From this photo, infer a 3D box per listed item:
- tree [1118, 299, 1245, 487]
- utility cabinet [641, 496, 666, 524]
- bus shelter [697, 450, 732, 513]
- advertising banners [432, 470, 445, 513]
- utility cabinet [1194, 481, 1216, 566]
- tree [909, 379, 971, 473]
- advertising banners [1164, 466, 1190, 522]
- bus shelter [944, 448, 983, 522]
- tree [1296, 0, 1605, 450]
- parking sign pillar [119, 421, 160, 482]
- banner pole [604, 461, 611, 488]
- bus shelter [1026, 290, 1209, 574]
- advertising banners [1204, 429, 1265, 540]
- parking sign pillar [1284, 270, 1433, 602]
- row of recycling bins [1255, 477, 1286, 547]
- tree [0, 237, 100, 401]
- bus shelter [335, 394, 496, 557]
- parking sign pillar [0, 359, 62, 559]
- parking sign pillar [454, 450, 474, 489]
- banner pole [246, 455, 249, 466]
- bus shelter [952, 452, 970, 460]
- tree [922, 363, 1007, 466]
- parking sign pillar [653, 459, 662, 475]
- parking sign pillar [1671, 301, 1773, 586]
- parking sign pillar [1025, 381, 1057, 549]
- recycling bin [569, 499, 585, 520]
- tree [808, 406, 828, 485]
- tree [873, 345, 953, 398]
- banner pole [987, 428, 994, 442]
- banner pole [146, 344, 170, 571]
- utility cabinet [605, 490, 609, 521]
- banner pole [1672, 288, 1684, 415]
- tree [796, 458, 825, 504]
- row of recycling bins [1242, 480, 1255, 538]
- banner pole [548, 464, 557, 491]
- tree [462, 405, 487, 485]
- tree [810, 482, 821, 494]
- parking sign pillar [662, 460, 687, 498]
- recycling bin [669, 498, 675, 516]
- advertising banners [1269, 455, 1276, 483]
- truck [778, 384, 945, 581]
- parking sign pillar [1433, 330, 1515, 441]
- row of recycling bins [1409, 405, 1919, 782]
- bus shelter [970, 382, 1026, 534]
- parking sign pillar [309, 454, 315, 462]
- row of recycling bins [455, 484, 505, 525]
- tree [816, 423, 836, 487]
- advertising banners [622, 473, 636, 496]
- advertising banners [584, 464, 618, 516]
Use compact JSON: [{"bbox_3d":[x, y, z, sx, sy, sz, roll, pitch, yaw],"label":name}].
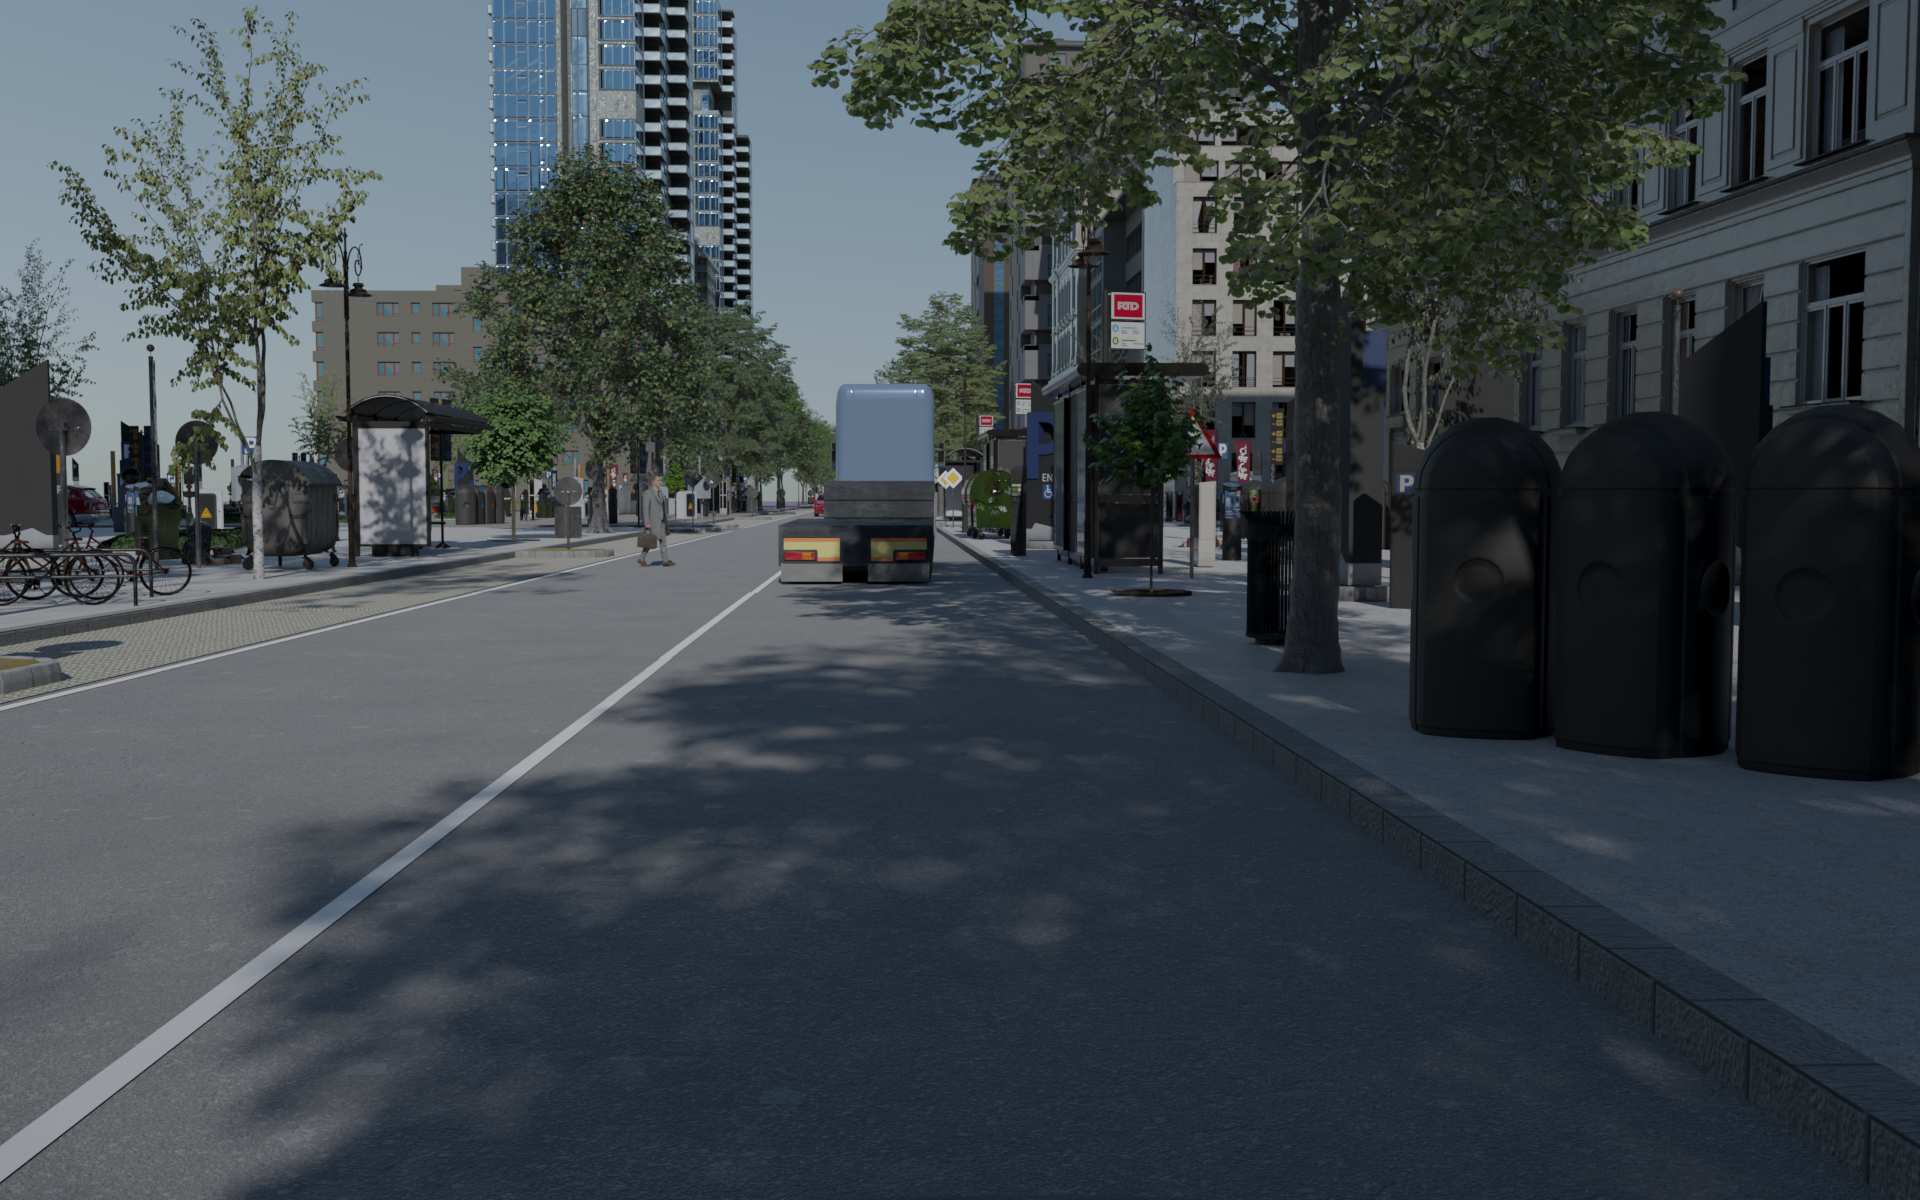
[{"bbox_3d":[8.626,-6.985,64.570,4.360,8.622,3.978,0,3,0],"label":"tree"},{"bbox_3d":[-12.940,-3.793,73.185,1.020,1.237,0.306,0,4,-4],"label":"utility cabinet"},{"bbox_3d":[-17.167,-8.696,119.816,2.179,5.291,8.768,0,4,-2],"label":"bus shelter"},{"bbox_3d":[-37.924,-8.029,127.462,2.074,3.025,0.090,1,4,17],"label":"advertising banners"},{"bbox_3d":[4.307,-1.350,30.757,0.318,1.500,1.173,0,4,1],"label":"utility cabinet"},{"bbox_3d":[-3.096,-15.753,167.925,12.009,13.543,11.850,0,3,0],"label":"tree"},{"bbox_3d":[10.186,-5.151,80.404,2.074,3.025,0.090,-3,5,-44],"label":"advertising banners"},{"bbox_3d":[0.131,-5.163,78.339,2.014,3.302,5.546,0,4,-2],"label":"bus shelter"},{"bbox_3d":[6.927,-4.569,25.067,4.360,8.622,3.978,0,3,0],"label":"tree"},{"bbox_3d":[-30.214,-4.609,63.832,1.447,3.967,1.447,-1,4,-10],"label":"parking sign pillar"},{"bbox_3d":[-15.780,-5.335,77.250,0.863,3.779,0.401,2,4,35],"label":"banner pole"},{"bbox_3d":[2.734,-3.318,31.889,2.179,5.291,8.768,0,4,-3],"label":"bus shelter"},{"bbox_3d":[7.293,-3.066,46.318,0.090,3.025,2.074,-3,5,-44],"label":"advertising banners"},{"bbox_3d":[4.800,-2.002,21.208,1.447,3.967,1.447,0,4,-3],"label":"parking sign pillar"},{"bbox_3d":[8.759,-2.085,41.195,1.069,1.692,3.534,-3,4,-37],"label":"row of recycling bins"},{"bbox_3d":[-27.281,-6.109,50.250,4.360,8.622,3.978,0,3,0],"label":"tree"},{"bbox_3d":[-11.770,-2.692,37.936,2.014,3.302,5.546,0,4,-3],"label":"bus shelter"},{"bbox_3d":[-18.891,-2.830,34.742,1.447,3.967,1.447,-1,4,-13],"label":"parking sign pillar"},{"bbox_3d":[-30.293,-7.176,105.802,1.447,3.967,1.447,2,4,33],"label":"parking sign pillar"},{"bbox_3d":[-36.098,-5.982,87.822,0.401,3.779,0.863,-2,4,-33],"label":"banner pole"},{"bbox_3d":[0.739,-6.607,85.652,2.179,5.291,8.768,0,4,-3],"label":"bus shelter"},{"bbox_3d":[-1.214,-11.043,114.973,8.767,10.594,7.601,0,4,-3],"label":"tree"},{"bbox_3d":[-23.082,-8.831,132.865,1.447,3.967,1.447,1,4,11],"label":"parking sign pillar"},{"bbox_3d":[10.914,-2.225,24.851,1.447,3.967,1.447,-3,5,-40],"label":"parking sign pillar"},{"bbox_3d":[2.196,-3.205,40.878,1.447,3.967,1.447,2,4,32],"label":"parking sign pillar"},{"bbox_3d":[-19.128,-4.499,86.114,0.722,1.027,0.722,-3,4,-37],"label":"recycling bin"},{"bbox_3d":[-17.202,-15.062,163.277,9.611,12.733,9.660,0,3,0],"label":"tree"},{"bbox_3d":[-3.966,-21.960,214.934,12.611,20.169,13.585,0,3,0],"label":"tree"},{"bbox_3d":[1.168,-4.646,65.977,0.401,3.779,0.863,-2,4,-24],"label":"banner pole"},{"bbox_3d":[-13.398,-2.374,28.828,0.401,3.779,0.863,-2,4,-30],"label":"banner pole"},{"bbox_3d":[-16.672,-4.462,81.633,0.318,1.500,1.173,0,4,-8],"label":"utility cabinet"},{"bbox_3d":[8.661,-1.894,20.984,0.401,3.779,0.863,1,4,20],"label":"banner pole"},{"bbox_3d":[-19.875,-16.777,224.665,4.360,8.622,3.978,0,3,0],"label":"tree"},{"bbox_3d":[9.874,-2.699,51.249,3.534,1.692,1.069,-1,4,-23],"label":"row of recycling bins"},{"bbox_3d":[-29.557,-8.288,125.530,0.863,3.779,0.401,-2,4,-34],"label":"banner pole"},{"bbox_3d":[-36.724,-10.646,124.417,4.737,8.622,4.395,0,3,0],"label":"tree"},{"bbox_3d":[-21.455,-16.009,256.340,1.663,3.219,1.824,0,3,0],"label":"tree"},{"bbox_3d":[-19.909,-8.176,122.151,1.447,3.967,1.447,1,4,11],"label":"parking sign pillar"},{"bbox_3d":[-16.970,-5.580,103.783,0.722,1.027,0.722,3,5,42],"label":"recycling bin"},{"bbox_3d":[9.830,-3.635,55.622,2.074,3.025,0.090,1,4,17],"label":"advertising banners"},{"bbox_3d":[-1.765,-2.860,36.528,2.967,4.110,18.799,0,4,-1],"label":"truck"},{"bbox_3d":[8.260,-2.422,28.067,1.447,3.967,1.447,-1,4,-9],"label":"parking sign pillar"},{"bbox_3d":[3.825,-0.081,8.436,3.534,1.692,1.069,3,5,43],"label":"row of recycling bins"},{"bbox_3d":[1.754,-5.042,60.071,2.179,5.291,8.768,0,4,-3],"label":"bus shelter"},{"bbox_3d":[-43.091,-7.788,115.809,1.447,3.967,1.447,0,4,-6],"label":"parking sign pillar"},{"bbox_3d":[-20.460,-4.073,73.700,1.069,1.692,3.534,1,4,11],"label":"row of recycling bins"},{"bbox_3d":[-23.462,-24.423,305.974,9.857,13.997,8.962,0,3,0],"label":"tree"},{"bbox_3d":[-26.518,-8.845,140.809,2.074,3.025,0.090,1,4,17],"label":"advertising banners"},{"bbox_3d":[-21.224,-6.496,102.392,2.074,3.025,0.090,0,4,2],"label":"advertising banners"}]
